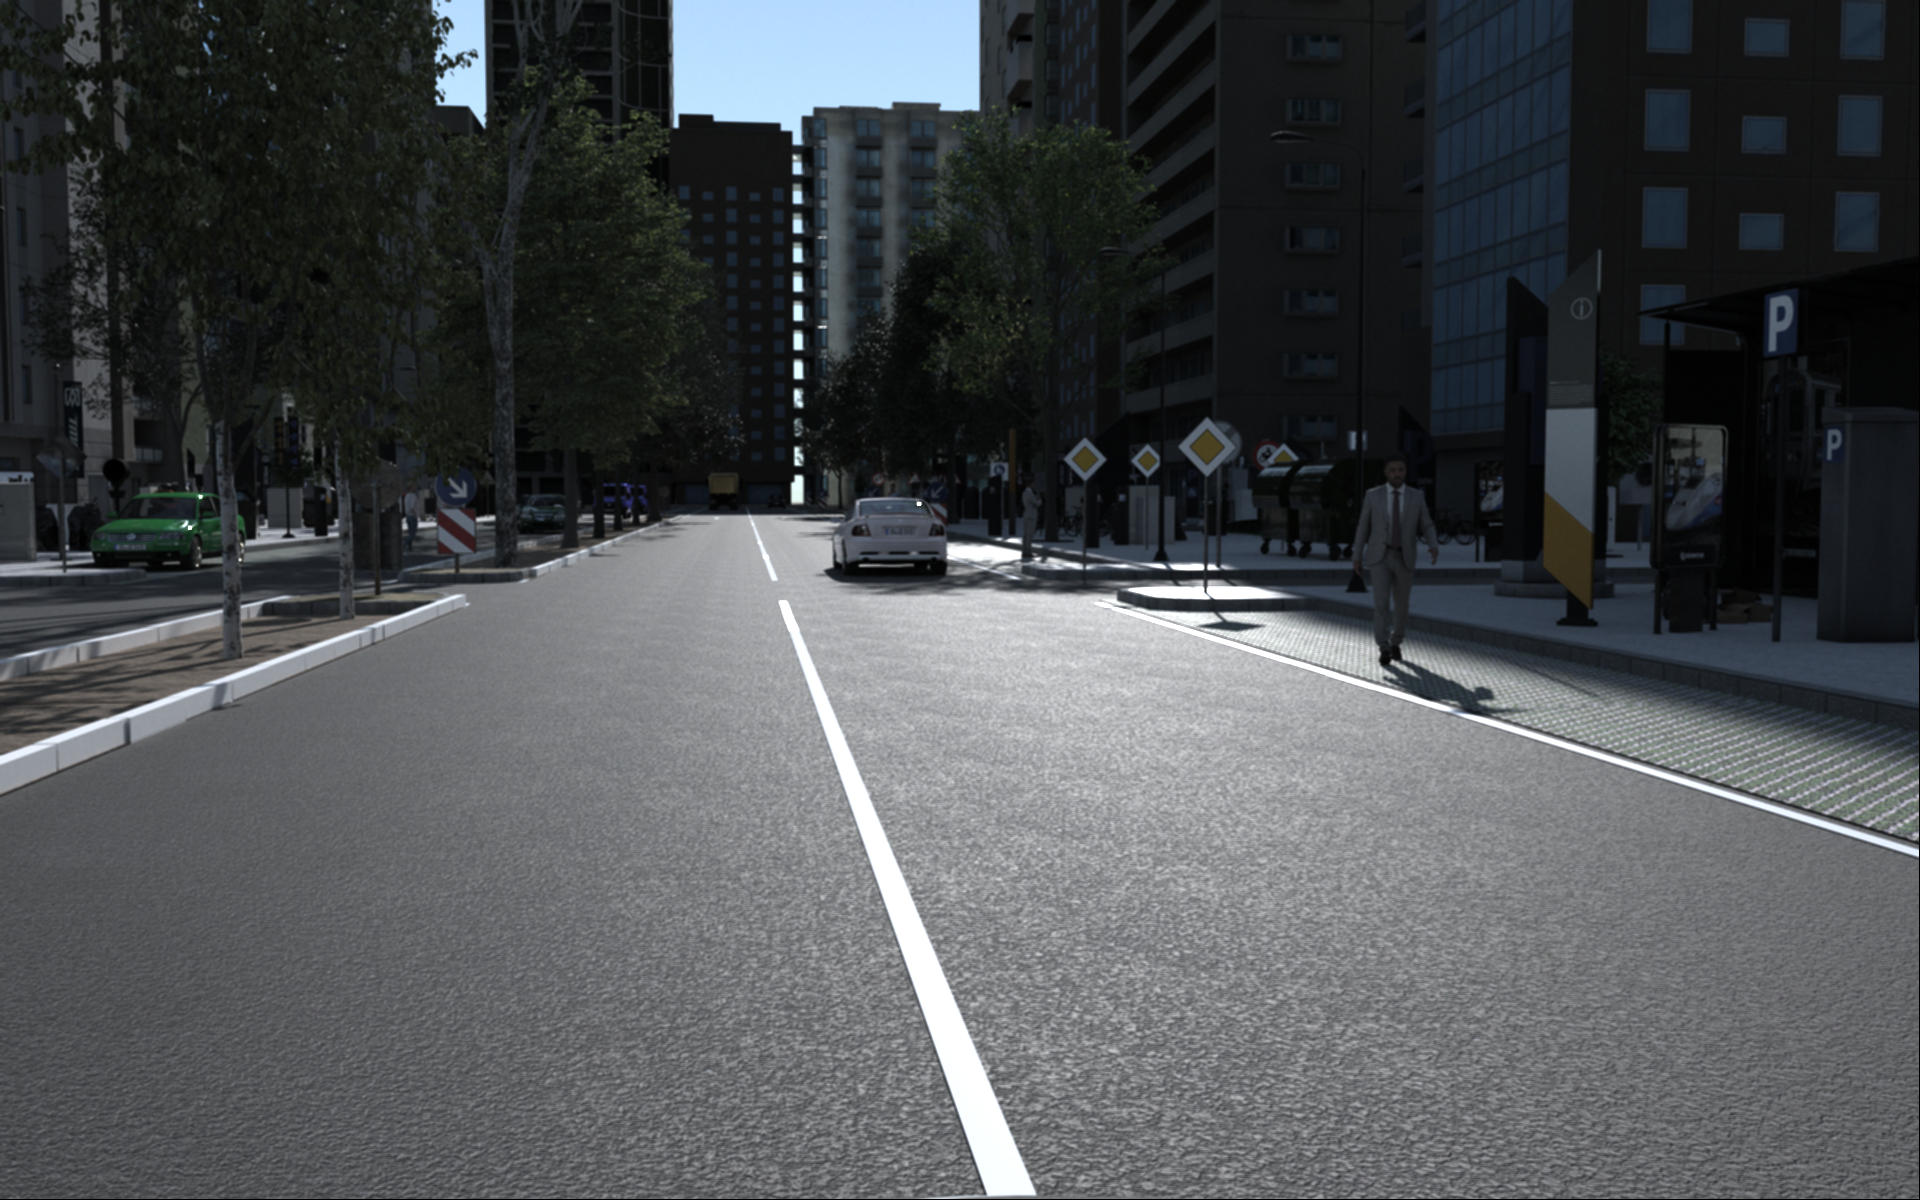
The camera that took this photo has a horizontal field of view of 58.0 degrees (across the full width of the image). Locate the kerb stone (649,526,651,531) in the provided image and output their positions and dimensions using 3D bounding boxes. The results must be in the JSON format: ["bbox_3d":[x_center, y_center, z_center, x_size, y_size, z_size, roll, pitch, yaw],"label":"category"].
[{"bbox_3d":[-11.766,-2.609,64.845,0.120,0.150,1.000,0,4,-7],"label":"kerb stone"}]

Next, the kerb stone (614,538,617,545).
[{"bbox_3d":[-9.587,-1.551,47.552,0.120,0.150,1.000,0,4,-7],"label":"kerb stone"}]

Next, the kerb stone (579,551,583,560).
[{"bbox_3d":[-8.296,-0.929,37.377,0.120,0.150,1.000,0,4,-7],"label":"kerb stone"}]

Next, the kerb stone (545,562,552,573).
[{"bbox_3d":[-7.533,-0.553,31.280,0.120,0.150,1.000,0,4,-7],"label":"kerb stone"}]

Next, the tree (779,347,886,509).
[{"bbox_3d":[-10.198,-14.366,145.248,12.009,13.543,11.850,0,3,0],"label":"tree"}]

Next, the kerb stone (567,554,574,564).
[{"bbox_3d":[-8.035,-0.804,35.342,0.120,0.150,1.000,0,4,-7],"label":"kerb stone"}]

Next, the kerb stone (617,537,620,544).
[{"bbox_3d":[-9.712,-1.613,48.566,0.120,0.150,1.000,0,4,-7],"label":"kerb stone"}]

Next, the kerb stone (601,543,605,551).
[{"bbox_3d":[-9.070,-1.302,43.479,0.120,0.150,1.000,0,4,-7],"label":"kerb stone"}]

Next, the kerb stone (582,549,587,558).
[{"bbox_3d":[-8.421,-0.989,38.392,0.120,0.150,1.000,0,4,-7],"label":"kerb stone"}]

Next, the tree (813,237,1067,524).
[{"bbox_3d":[-0.373,-9.649,74.775,9.611,12.733,9.660,0,3,0],"label":"tree"}]

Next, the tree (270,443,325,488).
[{"bbox_3d":[-38.230,-7.072,99.348,4.285,4.588,4.351,0,3,0],"label":"tree"}]

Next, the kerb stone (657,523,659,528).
[{"bbox_3d":[-12.535,-2.979,70.947,0.120,0.150,1.000,0,4,-7],"label":"kerb stone"}]

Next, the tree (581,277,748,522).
[{"bbox_3d":[-15.761,-10.372,89.053,9.611,12.733,9.660,0,3,0],"label":"tree"}]

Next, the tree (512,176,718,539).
[{"bbox_3d":[-11.500,-7.775,55.328,9.928,11.665,9.643,0,3,0],"label":"tree"}]

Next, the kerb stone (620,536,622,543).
[{"bbox_3d":[-9.843,-1.674,49.593,0.120,0.150,1.000,0,4,-7],"label":"kerb stone"}]

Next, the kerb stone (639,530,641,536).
[{"bbox_3d":[-11.001,-2.236,58.750,0.120,0.150,1.000,0,4,-7],"label":"kerb stone"}]

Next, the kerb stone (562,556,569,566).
[{"bbox_3d":[-7.916,-0.742,34.323,0.120,0.150,1.000,0,4,-7],"label":"kerb stone"}]

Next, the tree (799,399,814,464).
[{"bbox_3d":[-5.361,-12.061,114.208,9.611,12.733,9.660,0,3,0],"label":"tree"}]

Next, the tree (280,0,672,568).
[{"bbox_3d":[-10.012,-10.701,33.310,12.611,20.169,13.585,0,3,0],"label":"tree"}]

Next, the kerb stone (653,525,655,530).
[{"bbox_3d":[-12.145,-2.795,67.899,0.120,0.150,1.000,0,4,-7],"label":"kerb stone"}]

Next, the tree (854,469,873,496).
[{"bbox_3d":[-7.566,-8.310,130.463,1.663,3.219,1.824,0,3,0],"label":"tree"}]

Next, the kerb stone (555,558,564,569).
[{"bbox_3d":[-7.781,-0.680,33.310,0.120,0.150,1.000,0,4,-7],"label":"kerb stone"}]

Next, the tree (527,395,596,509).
[{"bbox_3d":[-32.613,-13.135,149.166,8.767,10.594,7.601,-2,4,-31],"label":"tree"}]

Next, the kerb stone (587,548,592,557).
[{"bbox_3d":[-8.545,-1.053,39.406,0.120,0.150,1.000,0,4,-7],"label":"kerb stone"}]

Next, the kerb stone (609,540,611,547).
[{"bbox_3d":[-9.325,-1.423,45.517,0.120,0.150,1.000,0,4,-7],"label":"kerb stone"}]

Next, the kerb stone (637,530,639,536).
[{"bbox_3d":[-10.875,-2.174,57.735,0.120,0.150,1.000,0,4,-7],"label":"kerb stone"}]

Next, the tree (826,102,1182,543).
[{"bbox_3d":[2.365,-7.366,46.188,9.928,11.665,9.643,0,3,0],"label":"tree"}]

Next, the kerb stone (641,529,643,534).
[{"bbox_3d":[-11.121,-2.296,59.765,0.120,0.150,1.000,0,4,-7],"label":"kerb stone"}]

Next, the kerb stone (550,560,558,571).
[{"bbox_3d":[-7.653,-0.613,32.296,0.120,0.150,1.000,0,4,-7],"label":"kerb stone"}]

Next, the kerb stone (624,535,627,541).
[{"bbox_3d":[-10.090,-1.799,51.626,0.120,0.150,1.000,0,4,-7],"label":"kerb stone"}]

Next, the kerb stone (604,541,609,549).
[{"bbox_3d":[-9.190,-1.364,44.494,0.120,0.150,1.000,0,4,-7],"label":"kerb stone"}]

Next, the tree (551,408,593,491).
[{"bbox_3d":[-30.673,-11.510,138.544,4.360,8.622,3.978,0,3,0],"label":"tree"}]

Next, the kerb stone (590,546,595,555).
[{"bbox_3d":[-8.678,-1.115,40.420,0.120,0.150,1.000,0,4,-7],"label":"kerb stone"}]

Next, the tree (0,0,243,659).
[{"bbox_3d":[-6.227,-3.773,14.514,4.737,8.622,4.395,0,3,0],"label":"tree"}]

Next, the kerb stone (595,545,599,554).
[{"bbox_3d":[-8.807,-1.177,41.434,0.120,0.150,1.000,0,4,-7],"label":"kerb stone"}]

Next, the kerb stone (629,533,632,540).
[{"bbox_3d":[-10.352,-1.925,53.674,0.120,0.150,1.000,0,4,-7],"label":"kerb stone"}]

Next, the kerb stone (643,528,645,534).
[{"bbox_3d":[-11.249,-2.359,60.783,0.120,0.150,1.000,0,4,-7],"label":"kerb stone"}]

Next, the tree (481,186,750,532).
[{"bbox_3d":[-13.128,-9.381,66.201,12.009,13.543,11.850,0,3,0],"label":"tree"}]

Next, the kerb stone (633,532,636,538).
[{"bbox_3d":[-10.607,-2.049,55.704,0.120,0.150,1.000,0,4,-7],"label":"kerb stone"}]

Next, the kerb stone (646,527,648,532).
[{"bbox_3d":[-11.510,-2.484,62.812,0.120,0.150,1.000,0,4,-7],"label":"kerb stone"}]

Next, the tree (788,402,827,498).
[{"bbox_3d":[-14.360,-15.594,180.713,9.928,11.665,9.643,0,3,0],"label":"tree"}]

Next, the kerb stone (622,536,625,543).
[{"bbox_3d":[-9.969,-1.738,50.607,0.120,0.150,1.000,0,4,-7],"label":"kerb stone"}]

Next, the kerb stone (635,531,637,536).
[{"bbox_3d":[-10.742,-2.112,56.721,0.120,0.150,1.000,0,4,-7],"label":"kerb stone"}]

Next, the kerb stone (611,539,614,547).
[{"bbox_3d":[-9.455,-1.488,46.531,0.120,0.150,1.000,0,4,-7],"label":"kerb stone"}]

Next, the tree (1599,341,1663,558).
[{"bbox_3d":[12.939,-3.162,35.406,4.285,4.588,4.351,0,3,0],"label":"tree"}]

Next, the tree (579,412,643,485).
[{"bbox_3d":[-35.957,-16.674,179.268,9.857,13.997,8.962,0,3,0],"label":"tree"}]

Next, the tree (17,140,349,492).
[{"bbox_3d":[-19.880,-6.723,44.332,8.767,10.594,7.601,-1,4,-13],"label":"tree"}]

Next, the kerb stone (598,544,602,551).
[{"bbox_3d":[-8.937,-1.239,42.457,0.120,0.150,1.000,0,4,-7],"label":"kerb stone"}]

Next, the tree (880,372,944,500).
[{"bbox_3d":[-2.055,-8.402,87.738,4.737,8.622,4.395,0,3,0],"label":"tree"}]

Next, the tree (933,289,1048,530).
[{"bbox_3d":[1.263,-6.790,61.373,4.360,8.622,3.978,0,3,0],"label":"tree"}]

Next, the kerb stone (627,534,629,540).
[{"bbox_3d":[-10.230,-1.863,52.659,0.120,0.150,1.000,0,4,-7],"label":"kerb stone"}]

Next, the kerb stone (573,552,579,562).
[{"bbox_3d":[-8.165,-0.865,36.363,0.120,0.150,1.000,0,4,-7],"label":"kerb stone"}]

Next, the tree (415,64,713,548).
[{"bbox_3d":[-10.489,-7.671,46.011,7.486,12.596,7.792,0,3,0],"label":"tree"}]
